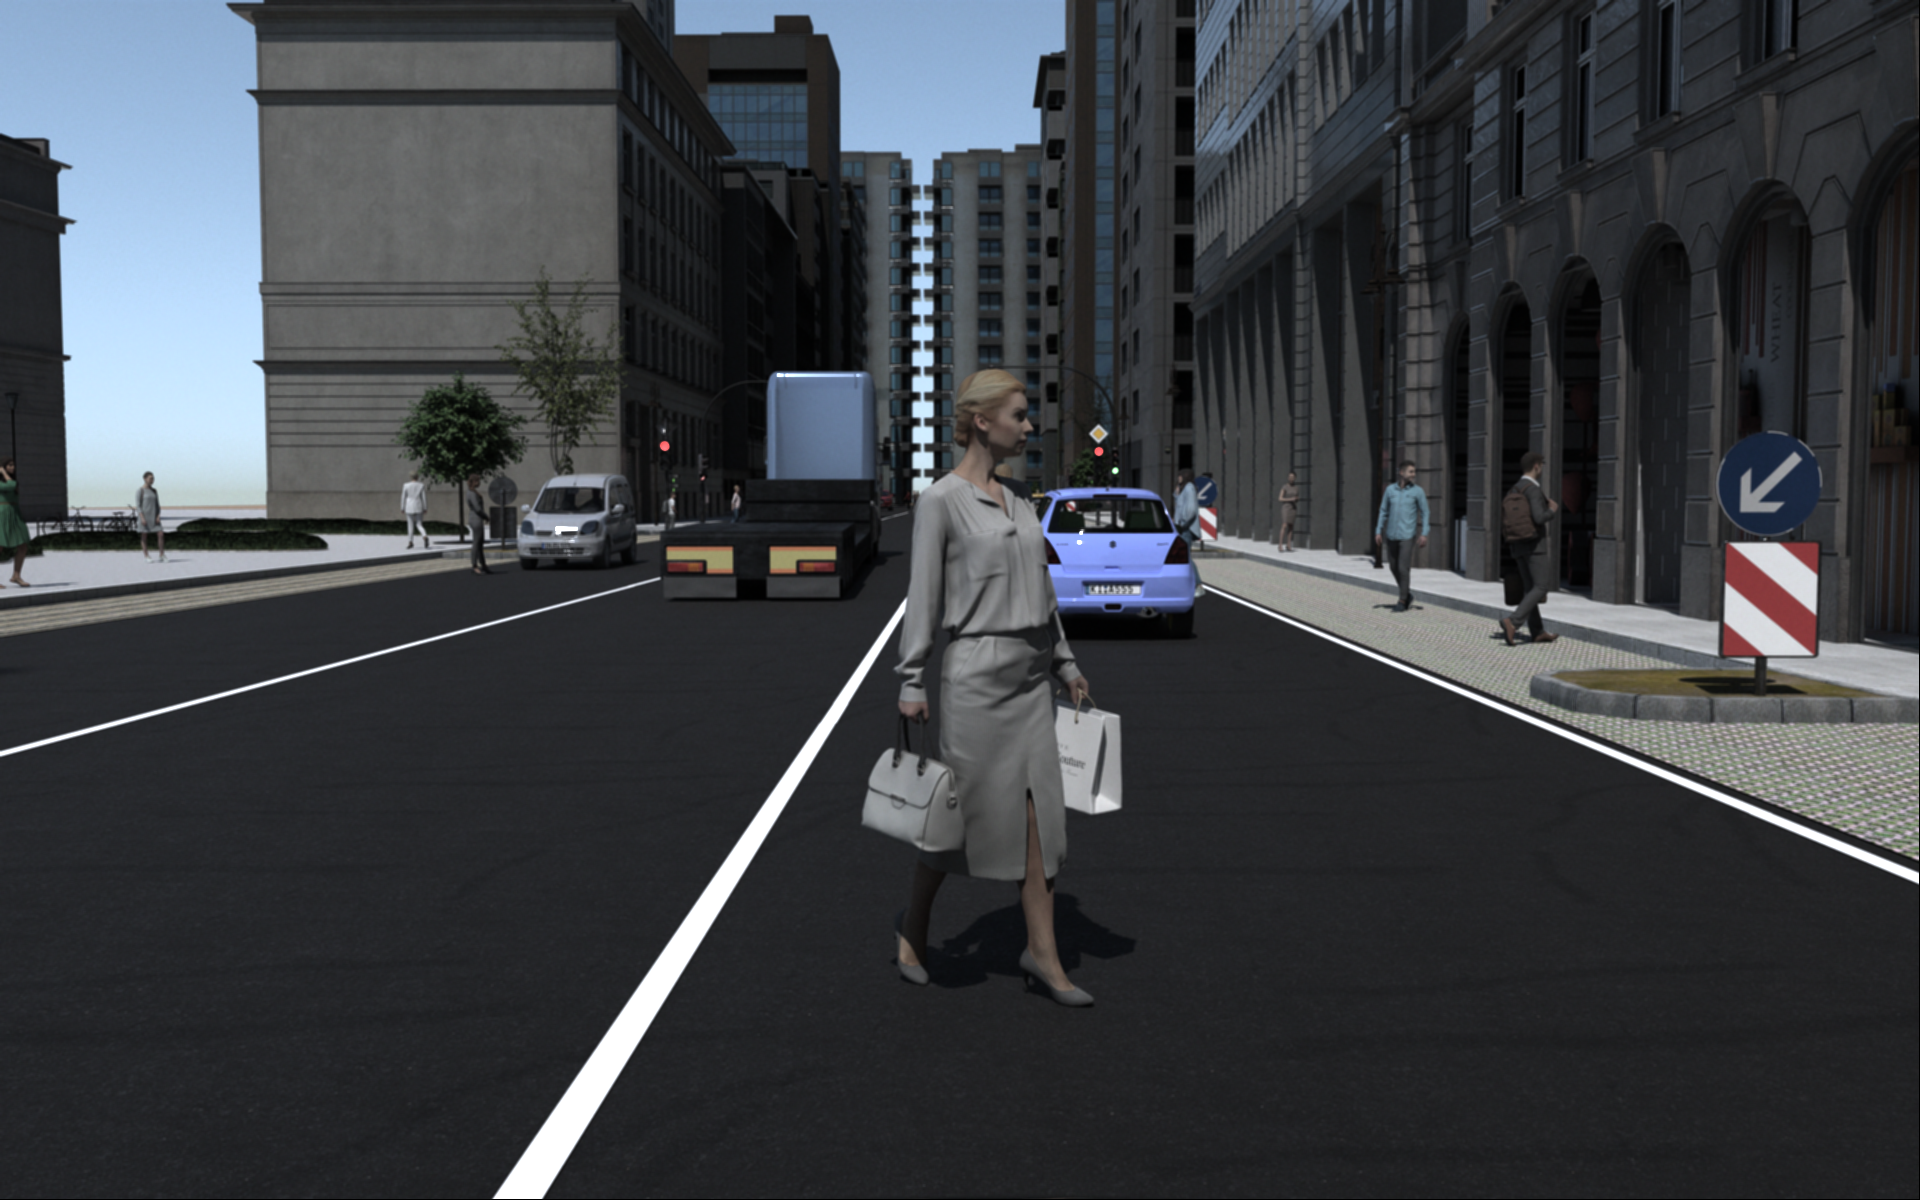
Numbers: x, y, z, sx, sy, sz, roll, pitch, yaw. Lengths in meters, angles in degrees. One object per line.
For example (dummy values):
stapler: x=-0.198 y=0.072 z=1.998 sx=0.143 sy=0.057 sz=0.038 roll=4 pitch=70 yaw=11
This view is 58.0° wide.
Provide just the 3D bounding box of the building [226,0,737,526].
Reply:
building: x=-20.877 y=-15.341 z=84.111 sx=16.112 sy=22.955 sz=30.059 roll=0 pitch=4 yaw=1

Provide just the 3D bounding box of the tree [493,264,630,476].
tree: x=-12.955 y=-6.497 z=56.595 sx=4.737 sy=8.622 sz=4.395 roll=0 pitch=3 yaw=0

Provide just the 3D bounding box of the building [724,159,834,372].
building: x=-18.741 y=-23.337 z=153.265 sx=14.160 sy=30.474 sz=14.107 roll=0 pitch=4 yaw=1

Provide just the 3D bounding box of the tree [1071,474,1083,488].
tree: x=8.618 y=-7.940 z=124.414 sx=1.663 sy=3.219 sz=1.824 roll=0 pitch=3 yaw=0

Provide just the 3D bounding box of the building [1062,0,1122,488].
building: x=15.230 y=-29.455 z=131.701 sx=14.600 sy=45.320 sz=14.200 roll=0 pitch=4 yaw=1

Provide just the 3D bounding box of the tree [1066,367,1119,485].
tree: x=8.228 y=-9.152 z=99.993 sx=4.360 sy=8.622 sz=3.978 roll=0 pitch=3 yaw=0

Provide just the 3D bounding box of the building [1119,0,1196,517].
building: x=18.131 y=-38.980 z=75.575 sx=20.611 sy=71.187 sz=20.563 roll=0 pitch=4 yaw=1

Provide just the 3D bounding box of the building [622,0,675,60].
building: x=-45.965 y=-47.183 z=209.686 sx=20.611 sy=71.187 sz=20.563 roll=0 pitch=4 yaw=1

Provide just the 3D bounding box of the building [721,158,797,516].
building: x=-19.294 y=-18.042 z=114.047 sx=14.314 sy=24.678 sz=30.058 roll=0 pitch=4 yaw=1

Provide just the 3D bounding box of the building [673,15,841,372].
building: x=-18.942 y=-31.610 z=166.942 sx=14.600 sy=45.320 sz=14.200 roll=0 pitch=4 yaw=1

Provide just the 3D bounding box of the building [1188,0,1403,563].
building: x=13.478 y=-16.421 z=45.969 sx=11.434 sy=29.767 sz=29.804 roll=0 pitch=4 yaw=1

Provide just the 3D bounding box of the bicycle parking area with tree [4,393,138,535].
bicycle parking area with tree: x=-29.053 y=-3.880 z=50.442 sx=8.231 sy=4.147 sz=9.016 roll=3 pitch=5 yaw=40

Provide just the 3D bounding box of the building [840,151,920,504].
building: x=-20.586 y=-37.936 z=239.865 sx=30.456 sy=49.044 sz=23.786 roll=0 pitch=4 yaw=1

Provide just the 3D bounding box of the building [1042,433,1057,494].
building: x=20.090 y=-52.665 z=173.738 sx=22.319 sy=86.520 sz=31.000 roll=0 pitch=4 yaw=1

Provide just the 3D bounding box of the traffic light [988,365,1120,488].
traffic light: x=3.353 y=-5.299 z=61.307 sx=4.771 sy=5.953 sz=1.251 roll=0 pitch=4 yaw=1

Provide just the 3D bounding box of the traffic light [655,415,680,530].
traffic light: x=-10.415 y=-4.443 z=61.568 sx=0.839 sy=4.253 sz=0.868 roll=0 pitch=4 yaw=1

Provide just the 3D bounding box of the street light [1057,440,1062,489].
street light: x=8.307 y=-10.468 z=143.943 sx=0.468 sy=5.910 sz=1.993 roll=0 pitch=4 yaw=1

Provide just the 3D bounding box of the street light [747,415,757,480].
street light: x=-12.169 y=-7.887 z=101.741 sx=0.468 sy=5.910 sz=1.993 roll=0 pitch=4 yaw=1

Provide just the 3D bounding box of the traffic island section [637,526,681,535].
traffic island section: x=-10.455 y=-2.411 z=61.703 sx=2.009 sy=0.180 sz=2.903 roll=0 pitch=4 yaw=1

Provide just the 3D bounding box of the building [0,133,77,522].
building: x=-54.038 y=-14.326 z=76.030 sx=24.055 sy=21.916 sz=13.314 roll=0 pitch=4 yaw=1

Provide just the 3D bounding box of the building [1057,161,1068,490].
building: x=15.559 y=-23.319 z=152.964 sx=14.160 sy=30.474 sz=14.107 roll=0 pitch=4 yaw=1

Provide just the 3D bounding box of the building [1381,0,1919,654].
building: x=13.432 y=-10.801 z=18.389 sx=13.314 sy=21.916 sz=24.055 roll=0 pitch=4 yaw=1

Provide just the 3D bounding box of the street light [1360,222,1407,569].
street light: x=7.232 y=-3.484 z=29.748 sx=0.468 sy=5.910 sz=1.993 roll=0 pitch=4 yaw=1

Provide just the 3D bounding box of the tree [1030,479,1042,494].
tree: x=9.791 y=-13.926 z=222.287 sx=1.663 sy=3.219 sz=1.824 roll=0 pitch=3 yaw=0

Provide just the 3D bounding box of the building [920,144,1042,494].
building: x=10.377 y=-37.927 z=239.719 sx=30.456 sy=49.044 sz=23.786 roll=0 pitch=4 yaw=1

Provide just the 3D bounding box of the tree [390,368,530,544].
tree: x=-13.025 y=-3.743 z=44.909 sx=4.285 sy=4.588 sz=4.351 roll=0 pitch=3 yaw=0

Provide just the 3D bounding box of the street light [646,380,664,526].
street light: x=-12.348 y=-5.962 z=70.258 sx=0.468 sy=5.910 sz=1.993 roll=0 pitch=4 yaw=1

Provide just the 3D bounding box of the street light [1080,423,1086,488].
street light: x=7.988 y=-8.527 z=112.209 sx=0.468 sy=5.910 sz=1.993 roll=0 pitch=4 yaw=1

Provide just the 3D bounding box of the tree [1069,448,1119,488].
tree: x=8.366 y=-7.479 z=105.993 sx=4.285 sy=4.588 sz=4.351 roll=0 pitch=3 yaw=0

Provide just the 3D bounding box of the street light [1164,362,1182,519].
street light: x=7.461 y=-5.378 z=60.719 sx=0.468 sy=5.910 sz=1.993 roll=0 pitch=4 yaw=1

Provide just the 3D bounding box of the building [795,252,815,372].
building: x=-18.334 y=-18.795 z=136.981 sx=12.332 sy=23.373 sz=15.834 roll=0 pitch=4 yaw=1

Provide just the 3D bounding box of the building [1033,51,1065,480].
building: x=23.380 y=-37.653 z=204.873 sx=28.713 sy=52.752 sz=27.495 roll=0 pitch=4 yaw=1

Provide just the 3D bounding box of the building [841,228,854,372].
building: x=-18.589 y=-25.065 z=181.519 sx=14.160 sy=30.474 sz=14.107 roll=0 pitch=4 yaw=1

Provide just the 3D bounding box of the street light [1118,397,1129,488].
street light: x=7.666 y=-6.633 z=81.238 sx=0.468 sy=5.910 sz=1.993 roll=0 pitch=4 yaw=1

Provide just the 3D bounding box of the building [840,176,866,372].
building: x=-23.416 y=-31.343 z=204.340 sx=23.993 sy=40.220 sz=32.217 roll=0 pitch=4 yaw=1
